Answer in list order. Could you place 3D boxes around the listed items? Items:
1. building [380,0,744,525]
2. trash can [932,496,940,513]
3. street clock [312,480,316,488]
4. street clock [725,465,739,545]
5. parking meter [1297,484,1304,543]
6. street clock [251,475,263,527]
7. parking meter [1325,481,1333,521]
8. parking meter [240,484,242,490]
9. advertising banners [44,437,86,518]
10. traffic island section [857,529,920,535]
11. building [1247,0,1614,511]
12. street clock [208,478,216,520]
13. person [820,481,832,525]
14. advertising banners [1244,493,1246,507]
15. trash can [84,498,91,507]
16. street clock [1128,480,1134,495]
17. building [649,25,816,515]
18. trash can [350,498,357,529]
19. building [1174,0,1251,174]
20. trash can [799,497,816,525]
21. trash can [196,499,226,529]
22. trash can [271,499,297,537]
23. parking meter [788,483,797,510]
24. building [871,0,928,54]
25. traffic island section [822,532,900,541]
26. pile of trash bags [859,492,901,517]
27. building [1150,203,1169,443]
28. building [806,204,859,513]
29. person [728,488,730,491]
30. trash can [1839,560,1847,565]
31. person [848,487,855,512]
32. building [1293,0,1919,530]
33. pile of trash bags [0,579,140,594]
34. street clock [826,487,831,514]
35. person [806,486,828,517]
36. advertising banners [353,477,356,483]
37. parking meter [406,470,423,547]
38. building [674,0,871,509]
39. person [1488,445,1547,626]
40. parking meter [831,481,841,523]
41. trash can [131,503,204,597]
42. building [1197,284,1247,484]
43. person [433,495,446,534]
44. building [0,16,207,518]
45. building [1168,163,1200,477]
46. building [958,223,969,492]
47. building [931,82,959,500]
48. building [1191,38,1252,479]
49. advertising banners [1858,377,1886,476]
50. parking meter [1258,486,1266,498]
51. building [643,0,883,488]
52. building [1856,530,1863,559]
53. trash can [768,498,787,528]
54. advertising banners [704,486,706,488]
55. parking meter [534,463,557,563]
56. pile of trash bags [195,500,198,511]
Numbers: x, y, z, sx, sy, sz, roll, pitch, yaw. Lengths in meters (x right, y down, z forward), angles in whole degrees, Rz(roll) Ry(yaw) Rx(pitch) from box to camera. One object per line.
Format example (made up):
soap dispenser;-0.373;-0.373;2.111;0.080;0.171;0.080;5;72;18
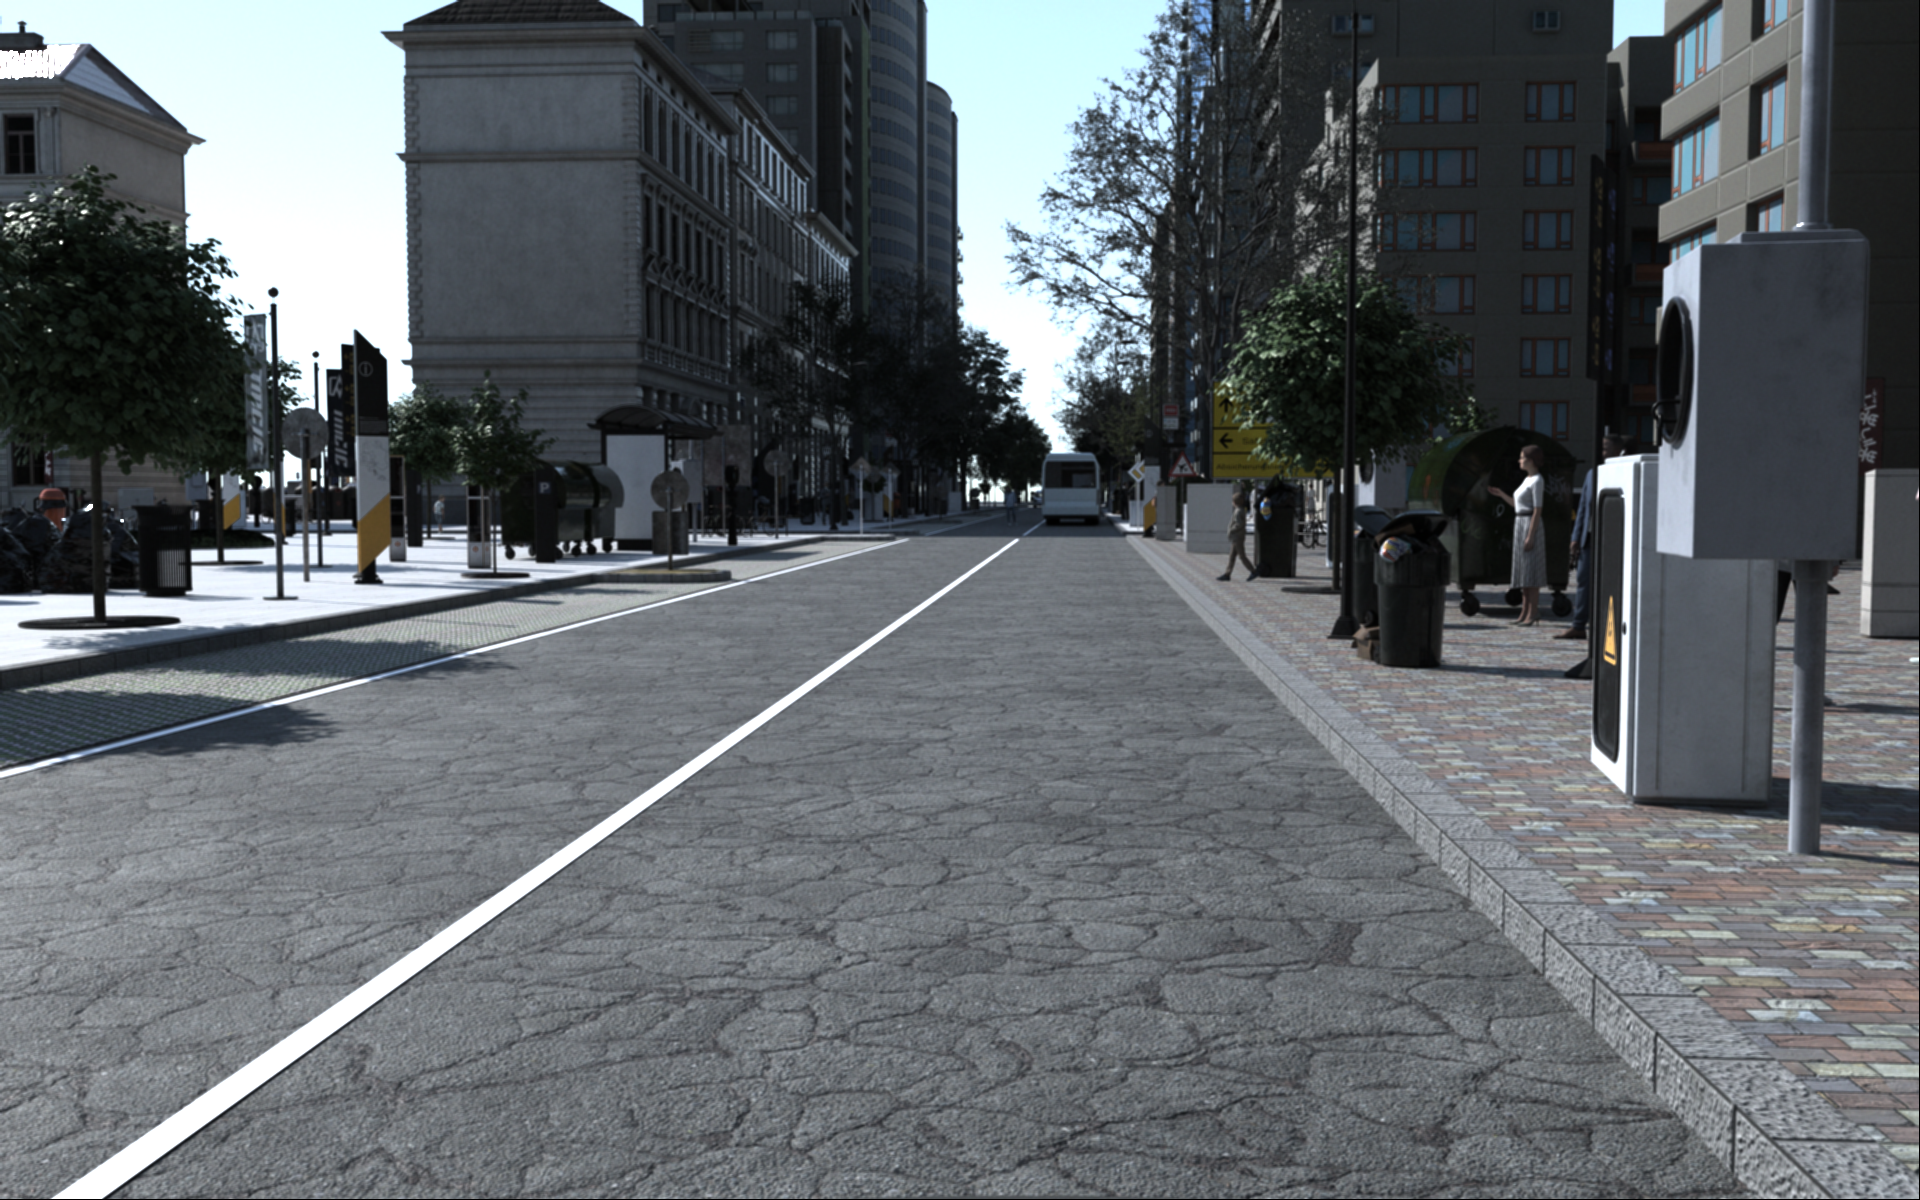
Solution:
building;-17.400;-15.391;80.525;11.050;23.489;19.941;0;4;4
trash can;-1.572;-6.219;113.337;0.748;1.137;0.748;0;3;0
street clock;-34.150;-5.312;91.417;0.358;2.002;0.471;2;4;33
street clock;-5.688;-2.367;43.268;0.358;2.002;0.471;1;4;10
parking meter;8.947;-2.299;45.993;0.372;1.533;0.369;0;3;0
street clock;-27.227;-3.820;67.026;0.471;2.002;0.358;-2;4;-25
parking meter;16.033;-4.252;75.239;0.255;1.863;0.399;0;4;6
parking meter;-38.091;-5.244;91.453;0.399;1.863;0.255;1;4;14
advertising banners;-22.475;-2.890;43.435;0.090;3.025;2.074;0;4;0
traffic island section;-2.516;-2.397;61.470;2.009;0.180;2.903;0;4;4
building;32.153;-30.490;122.221;21.300;48.544;21.600;0;4;4
street clock;-31.736;-4.231;73.752;0.471;2.002;0.358;0;4;-6
person;-5.448;-3.993;71.509;0.661;1.801;0.590;-3;5;-41
advertising banners;15.601;-6.098;95.888;0.090;3.025;2.074;0;4;-1
trash can;-35.790;-3.634;71.072;0.748;1.137;0.748;0;3;0
street clock;8.849;-5.209;89.736;0.358;2.002;0.471;0;4;-1
building;-16.601;-18.721;103.344;12.463;27.353;25.104;0;4;4
trash can;-22.102;-3.194;63.877;0.748;1.137;0.748;0;3;0
building;40.274;-57.624;254.829;22.319;86.520;31.000;0;4;4
trash can;-6.374;-3.715;72.390;0.748;1.137;0.748;0;3;0
trash can;-19.753;-2.082;45.688;0.748;1.137;0.748;0;3;0
trash can;-20.387;-2.485;52.282;0.748;1.137;0.748;0;3;0
parking meter;-9.109;-5.411;94.188;0.399;1.863;0.255;-3;5;-43
building;-15.216;-39.355;185.454;21.231;58.520;28.212;0;4;4
traffic island section;-3.080;-1.910;53.505;2.009;0.180;2.903;0;4;4
pile of trash bags;-4.131;-5.240;95.433;1.912;1.369;3.447;-2;4;-28
building;42.099;-40.274;282.176;21.300;48.544;21.600;0;4;4
building;-14.120;-18.196;126.384;11.050;23.489;19.941;0;4;4
person;-8.498;-3.677;65.524;0.474;1.900;0.648;1;4;15
trash can;15.825;-1.217;31.544;0.748;1.137;0.748;0;3;0
person;-7.681;-7.065;121.894;0.599;1.781;0.374;0;4;3
building;31.912;-14.472;81.655;28.899;21.520;27.650;0;4;4
pile of trash bags;-12.040;-0.773;22.396;1.912;1.369;3.447;0;4;2
street clock;-8.391;-6.460;110.184;0.358;2.002;0.471;3;4;36
person;-8.148;-5.622;98.185;1.509;1.804;0.699;-2;4;-28
advertising banners;-37.403;-6.867;108.459;0.090;3.025;2.074;1;4;19
parking meter;-13.271;-2.228;42.132;0.255;1.863;0.399;0;4;7
building;-15.302;-28.172;144.202;14.154;41.232;14.086;0;4;4
person;5.455;-0.628;16.889;0.524;1.755;0.480;0;4;1
parking meter;-5.600;-4.419;77.962;0.399;1.863;0.255;-2;4;-27
trash can;-10.018;-0.622;21.823;0.748;1.137;0.748;0;3;0
building;36.294;-19.034;156.244;27.650;21.520;28.899;0;4;4
person;-16.664;-2.737;55.472;0.352;1.250;0.332;-2;4;-31
building;-46.787;-14.782;77.848;21.152;22.565;11.583;0;4;4
building;35.485;-35.700;233.810;14.600;45.320;14.200;0;4;4
building;-10.955;-39.963;272.996;23.786;49.044;30.456;0;4;4
building;-11.766;-42.900;243.412;21.231;58.520;28.212;0;4;4
building;36.517;-34.603;185.366;23.786;49.044;30.456;0;4;4
advertising banners;14.369;-1.827;26.057;2.074;3.025;0.090;0;4;-3
parking meter;9.331;-2.756;53.477;0.372;1.533;0.369;0;3;0
building;-16.725;-44.189;160.747;20.563;71.187;20.611;0;4;4
building;30.069;-11.150;27.340;27.650;21.520;28.899;0;4;4
trash can;-6.948;-3.319;65.922;0.748;1.137;0.748;0;3;0
advertising banners;-11.013;-4.749;73.836;0.090;3.025;2.074;-1;4;-19
parking meter;-7.735;-1.631;32.378;0.399;1.863;0.255;-1;4;-8
pile of trash bags;-58.023;-7.513;132.590;3.447;1.369;1.912;1;4;16
